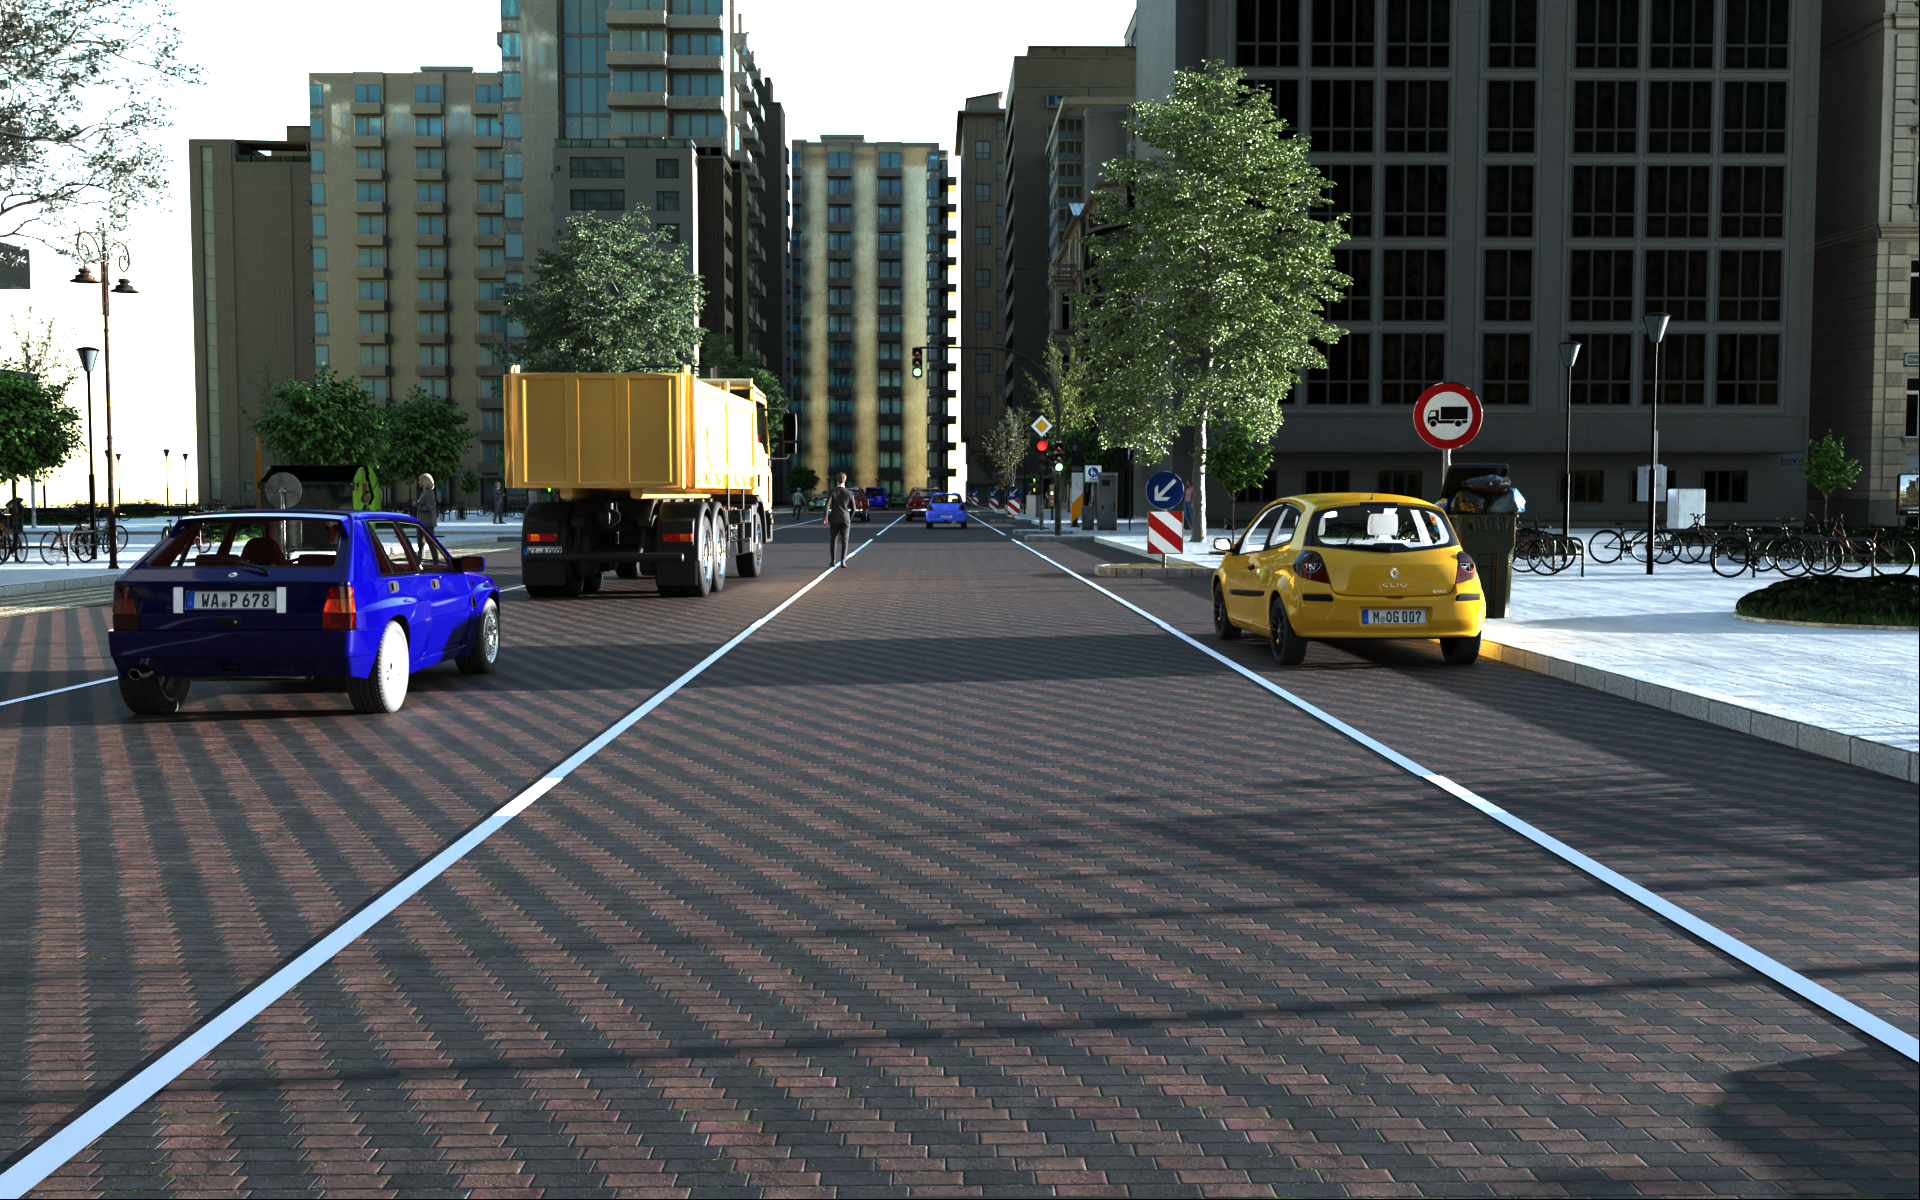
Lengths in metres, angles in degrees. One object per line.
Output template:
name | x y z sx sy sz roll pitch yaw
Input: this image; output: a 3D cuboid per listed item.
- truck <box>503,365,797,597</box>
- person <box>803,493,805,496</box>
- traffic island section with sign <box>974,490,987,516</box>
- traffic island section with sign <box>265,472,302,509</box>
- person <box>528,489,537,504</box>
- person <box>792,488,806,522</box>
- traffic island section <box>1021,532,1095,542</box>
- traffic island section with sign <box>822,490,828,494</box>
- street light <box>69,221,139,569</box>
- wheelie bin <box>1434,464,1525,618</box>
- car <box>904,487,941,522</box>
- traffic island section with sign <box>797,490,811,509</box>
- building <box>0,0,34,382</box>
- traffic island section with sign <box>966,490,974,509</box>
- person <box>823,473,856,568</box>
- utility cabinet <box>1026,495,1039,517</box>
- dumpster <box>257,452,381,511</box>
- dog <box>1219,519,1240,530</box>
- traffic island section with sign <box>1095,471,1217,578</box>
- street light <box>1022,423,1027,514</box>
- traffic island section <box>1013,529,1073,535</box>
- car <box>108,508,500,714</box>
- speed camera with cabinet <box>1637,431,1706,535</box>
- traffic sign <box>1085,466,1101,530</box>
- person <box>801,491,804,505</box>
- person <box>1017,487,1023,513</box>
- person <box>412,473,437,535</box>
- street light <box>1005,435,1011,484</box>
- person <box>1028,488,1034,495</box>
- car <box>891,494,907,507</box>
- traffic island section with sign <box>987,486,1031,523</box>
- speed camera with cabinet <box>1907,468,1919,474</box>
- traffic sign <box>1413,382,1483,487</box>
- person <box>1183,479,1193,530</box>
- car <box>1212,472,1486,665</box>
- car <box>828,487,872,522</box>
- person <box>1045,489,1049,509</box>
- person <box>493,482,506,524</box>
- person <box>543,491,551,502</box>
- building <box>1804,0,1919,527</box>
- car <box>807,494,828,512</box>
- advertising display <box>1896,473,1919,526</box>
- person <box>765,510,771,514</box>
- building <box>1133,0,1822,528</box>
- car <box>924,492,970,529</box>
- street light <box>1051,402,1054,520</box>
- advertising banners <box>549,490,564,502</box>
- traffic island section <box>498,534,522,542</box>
truck | -4.721 -1.947 27.750 3.469 3.379 9.791 0 4 1
person | -17.865 -11.910 200.855 1.350 1.814 0.705 -1 4 -10
traffic island section with sign | 2.076 -6.450 114.091 1.989 1.847 2.006 0 4 -1
traffic island section with sign | -12.206 -1.357 30.822 1.989 1.847 2.006 0 4 -1
person | -19.904 -4.526 80.800 0.466 1.731 0.760 -1 4 -12
person | -8.384 -4.982 90.448 0.782 1.767 0.515 1 4 11
traffic island section | 3.042 -1.915 53.594 2.009 0.180 2.903 0 4 -1
traffic island section with sign | -14.771 -11.135 190.683 1.989 1.847 2.006 0 4 -1
street light | -14.578 -3.478 29.647 0.468 5.910 1.993 0 4 -1
wheelie bin | 5.418 -0.620 18.041 0.980 1.594 0.693 0 4 -6
car | -1.848 -5.098 92.023 2.281 1.827 5.304 0 4 -3
traffic island section with sign | -14.336 -9.487 163.732 1.989 1.847 2.006 0 4 -1
building | -40.080 -25.609 38.318 30.456 49.044 23.786 0 4 -1
traffic island section with sign | 1.299 -9.461 163.320 1.989 1.847 2.006 0 4 -1
person | -2.366 -1.559 33.763 0.659 1.850 0.755 -1 4 -10
utility cabinet | 4.068 -5.193 96.062 0.306 1.237 1.020 -2 4 -29
dumpster | -12.441 -1.753 33.619 1.985 2.255 1.502 0 4 1
dog | 9.565 -2.666 61.329 0.550 0.427 0.748 -2 4 -27
traffic island section with sign | 3.419 -1.348 30.673 1.989 1.847 2.006 0 4 -1
street light | 4.129 -8.438 110.752 0.468 5.910 1.993 0 4 -1
traffic island section | 2.915 -2.403 61.578 2.009 0.180 2.903 0 4 -1
car | -4.573 -0.004 12.646 1.945 1.354 3.894 0 4 -1
speed camera with cabinet | 22.382 -3.679 54.480 2.038 3.252 0.660 -1 4 -11
traffic sign | 4.744 -3.645 61.724 0.606 2.300 0.079 1 4 8
person | -18.899 -12.366 208.363 0.705 1.807 1.348 -3 5 -40
person | 4.110 -6.890 119.043 0.444 1.785 0.601 3 5 42
person | -9.537 -1.351 30.779 0.526 1.800 0.537 -2 4 -28
street light | 3.713 -9.966 135.738 0.468 5.910 1.993 0 4 -1
person | 4.614 -6.541 113.003 0.388 1.821 0.555 1 4 21
car | -6.619 -11.095 190.195 1.959 1.807 4.718 0 4 1
traffic island section with sign | 2.519 -4.751 86.302 1.989 1.847 2.006 0 4 -1
speed camera with cabinet | 34.773 -4.104 61.434 2.038 3.252 0.660 1 4 9
traffic sign | 5.541 -1.202 19.751 0.768 2.556 0.104 0 4 7
person | 8.204 -3.433 62.180 0.388 1.821 0.555 -3 5 -41
car | 3.442 -0.352 15.980 2.015 1.641 3.980 0 4 -2
car | -5.784 -4.993 90.311 2.281 1.827 5.304 0 3 0
person | 7.490 -8.592 147.243 0.721 1.735 1.217 1 4 12
person | -19.871 -4.195 74.803 0.590 1.801 0.661 0 4 -2
person | -22.029 -5.251 92.151 0.600 1.795 0.529 -3 5 -44
building | 45.591 -16.620 69.004 25.104 27.353 12.463 0 4 -1
car | -11.528 -8.057 143.523 2.131 1.459 4.920 0 4 0
advertising display | 29.805 -2.997 54.207 0.974 1.923 0.123 0 4 -3
person | -10.457 -5.134 92.799 0.624 1.780 0.694 1 4 19
building | 19.676 -16.863 69.220 24.014 27.812 14.314 0 4 -1
car | -0.556 -3.878 72.994 1.945 1.707 3.694 0 4 1
street light | 4.553 -6.887 85.388 0.468 5.910 1.993 0 4 -1
advertising banners | -14.682 -4.130 63.719 0.090 3.025 2.074 1 4 8
traffic island section | -12.897 -1.900 53.345 2.009 0.180 2.903 0 4 -1
